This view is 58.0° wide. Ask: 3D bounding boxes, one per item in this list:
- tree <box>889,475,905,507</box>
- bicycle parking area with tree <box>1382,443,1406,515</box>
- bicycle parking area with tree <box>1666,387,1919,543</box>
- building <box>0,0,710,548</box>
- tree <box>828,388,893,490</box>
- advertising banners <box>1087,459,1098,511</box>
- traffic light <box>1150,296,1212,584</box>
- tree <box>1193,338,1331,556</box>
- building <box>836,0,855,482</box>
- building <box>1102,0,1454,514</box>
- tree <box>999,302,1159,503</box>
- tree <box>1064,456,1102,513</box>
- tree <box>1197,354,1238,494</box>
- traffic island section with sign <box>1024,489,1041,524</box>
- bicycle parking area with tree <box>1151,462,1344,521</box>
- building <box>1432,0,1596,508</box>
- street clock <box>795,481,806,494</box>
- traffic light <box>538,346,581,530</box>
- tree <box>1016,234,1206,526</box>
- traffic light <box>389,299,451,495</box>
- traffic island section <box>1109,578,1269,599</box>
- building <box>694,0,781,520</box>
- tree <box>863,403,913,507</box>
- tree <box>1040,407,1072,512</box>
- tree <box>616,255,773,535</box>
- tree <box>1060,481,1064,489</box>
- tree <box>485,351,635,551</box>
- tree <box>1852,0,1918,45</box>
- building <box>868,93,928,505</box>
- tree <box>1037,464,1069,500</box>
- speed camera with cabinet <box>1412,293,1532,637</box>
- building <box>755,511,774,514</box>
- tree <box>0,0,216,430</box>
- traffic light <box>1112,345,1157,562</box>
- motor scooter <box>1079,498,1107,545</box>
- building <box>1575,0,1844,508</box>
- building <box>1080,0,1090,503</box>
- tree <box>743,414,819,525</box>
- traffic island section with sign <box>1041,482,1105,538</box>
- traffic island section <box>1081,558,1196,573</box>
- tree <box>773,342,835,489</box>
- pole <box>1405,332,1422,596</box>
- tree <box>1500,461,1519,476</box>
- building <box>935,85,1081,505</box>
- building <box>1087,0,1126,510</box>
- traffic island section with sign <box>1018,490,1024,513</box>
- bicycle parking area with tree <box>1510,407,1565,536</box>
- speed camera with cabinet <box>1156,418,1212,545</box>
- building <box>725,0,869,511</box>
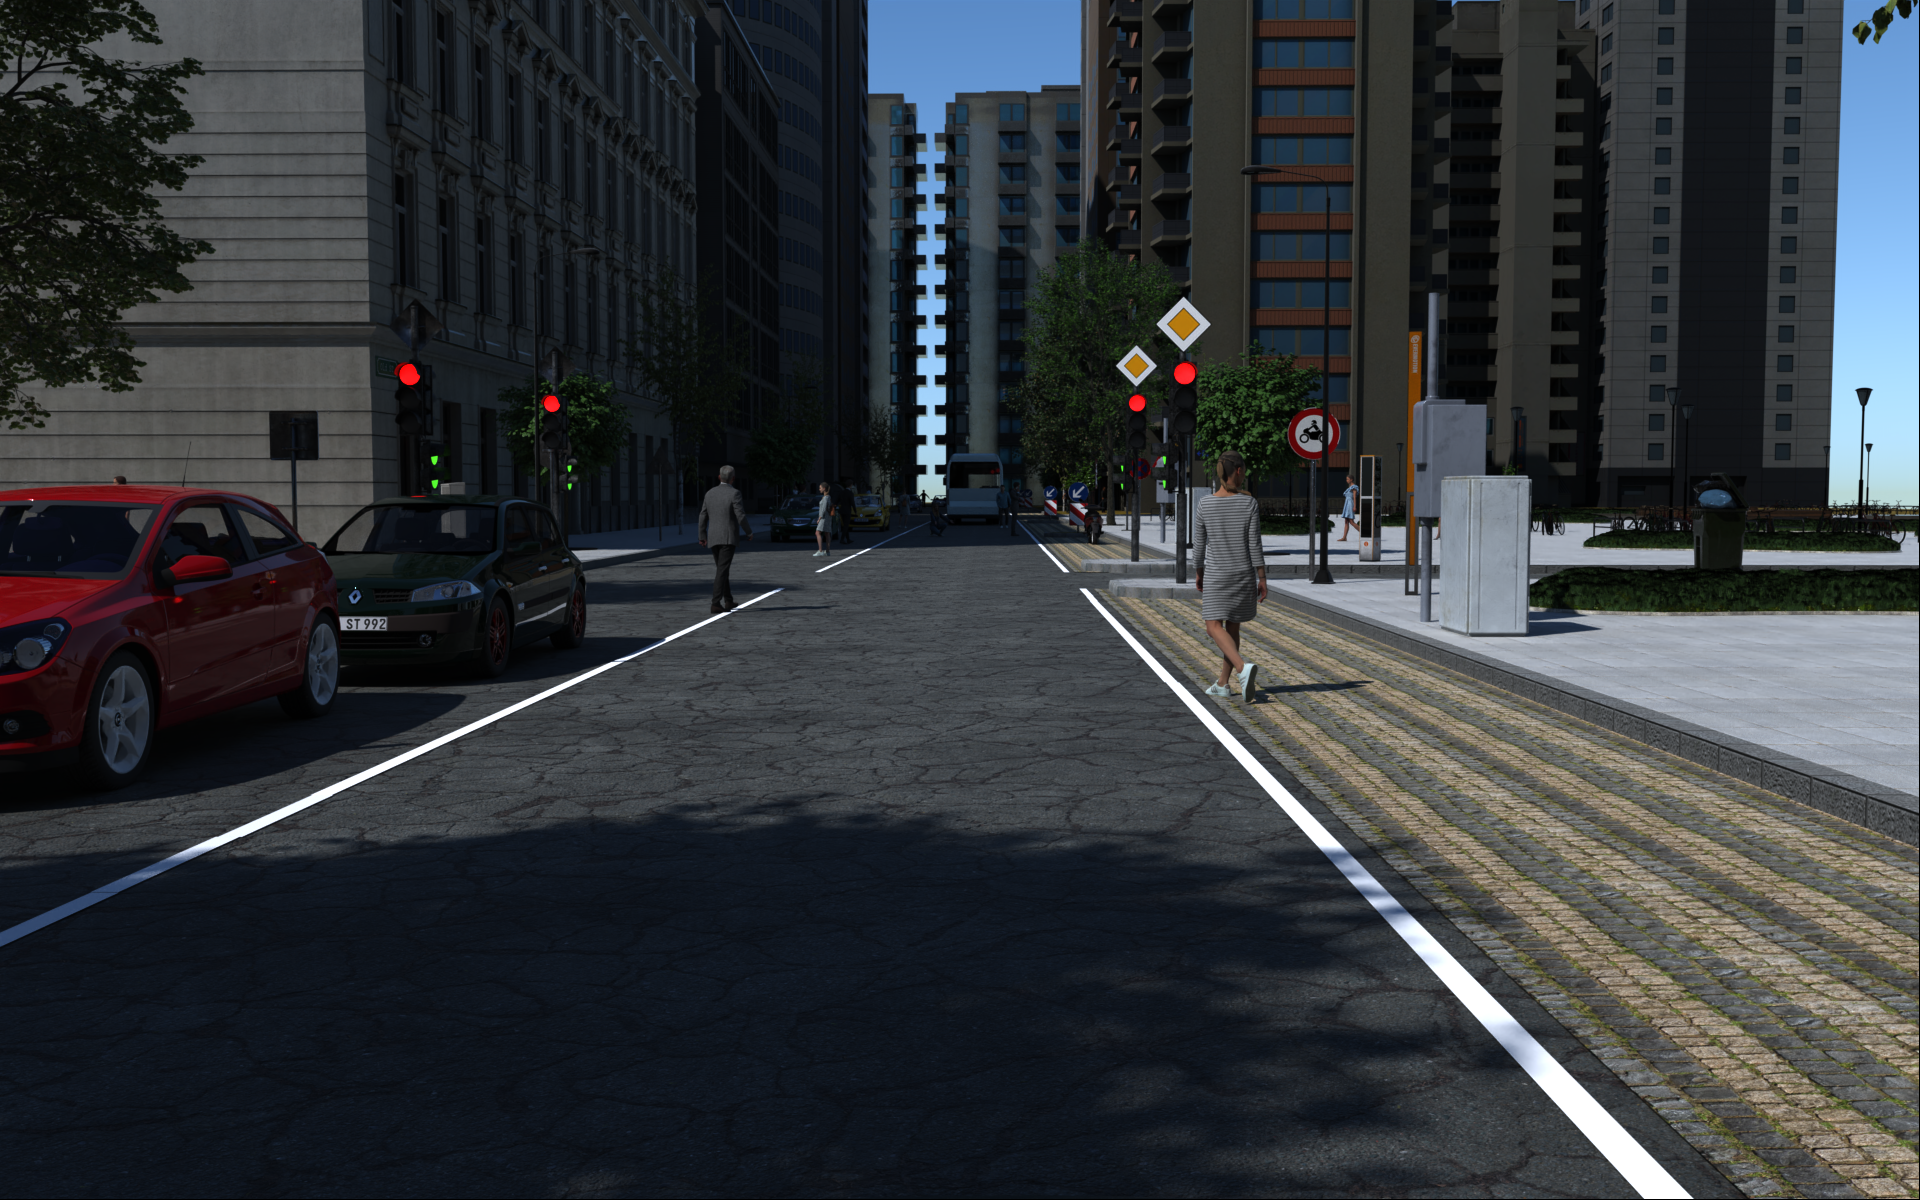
[{"bbox_3d":[-6.402,-11.155,176.980,1.663,3.219,1.824,0,3,0],"label":"tree"},{"bbox_3d":[22.105,-6.738,97.170,8.231,4.147,9.016,1,4,11],"label":"bicycle parking area with tree"},{"bbox_3d":[21.845,-3.667,46.965,8.231,4.147,9.016,1,4,12],"label":"bicycle parking area with tree"},{"bbox_3d":[-19.821,-17.166,57.079,17.030,29.872,44.131,0,4,1],"label":"building"},{"bbox_3d":[-7.036,-10.414,120.634,4.360,8.622,3.978,0,3,0],"label":"tree"},{"bbox_3d":[6.517,-5.432,84.999,0.090,3.025,2.074,1,4,18],"label":"advertising banners"},{"bbox_3d":[3.158,-2.192,24.755,0.839,4.253,0.868,0,4,1],"label":"traffic light"},{"bbox_3d":[6.322,-3.239,36.668,4.285,4.588,4.351,0,3,0],"label":"tree"},{"bbox_3d":[-16.159,-30.147,143.012,14.600,45.320,14.200,0,4,1],"label":"building"},{"bbox_3d":[21.833,-28.641,122.908,22.147,44.769,28.867,0,4,1],"label":"building"},{"bbox_3d":[7.024,-11.315,102.007,9.611,12.733,9.660,0,3,0],"label":"tree"},{"bbox_3d":[6.392,-5.746,88.544,1.663,3.219,1.824,0,3,0],"label":"tree"},{"bbox_3d":[13.614,-8.599,90.951,4.737,8.622,4.395,0,3,0],"label":"tree"},{"bbox_3d":[4.284,-4.647,84.604,1.989,1.847,2.006,0,4,1],"label":"traffic island section with sign"},{"bbox_3d":[13.628,-5.808,81.969,8.231,4.147,9.016,-1,4,-19],"label":"bicycle parking area with tree"},{"bbox_3d":[49.427,-33.341,168.835,21.600,48.544,21.300,0,4,1],"label":"building"},{"bbox_3d":[-7.378,-4.628,80.238,0.471,2.002,0.358,0,4,5],"label":"street clock"},{"bbox_3d":[-7.657,-2.691,32.921,0.839,4.253,0.868,0,4,1],"label":"traffic light"},{"bbox_3d":[5.994,-8.847,70.400,9.928,11.665,9.643,0,3,0],"label":"tree"},{"bbox_3d":[-7.801,-2.203,24.937,0.839,4.253,0.868,0,4,1],"label":"traffic light"},{"bbox_3d":[3.198,-0.158,24.869,2.009,0.180,2.903,0,4,1],"label":"traffic island section"},{"bbox_3d":[-17.798,-18.203,91.121,14.314,27.812,24.014,0,4,1],"label":"building"},{"bbox_3d":[-6.048,-11.534,138.939,4.737,8.622,4.395,0,3,0],"label":"tree"},{"bbox_3d":[7.404,-10.787,126.736,4.737,8.622,4.395,0,3,0],"label":"tree"},{"bbox_3d":[-8.557,-6.363,54.405,4.737,8.622,4.395,0,3,0],"label":"tree"},{"bbox_3d":[7.675,-7.405,115.679,1.663,3.219,1.824,0,3,0],"label":"tree"},{"bbox_3d":[-9.170,-3.430,39.797,4.285,4.588,4.351,0,3,0],"label":"tree"},{"bbox_3d":[5.386,-3.541,8.265,4.737,8.622,4.395,0,3,0],"label":"tree"},{"bbox_3d":[-19.092,-35.898,206.546,30.456,49.044,23.786,0,4,1],"label":"building"},{"bbox_3d":[8.478,-10.669,158.146,4.285,4.588,4.351,0,3,0],"label":"tree"},{"bbox_3d":[4.843,-1.352,16.446,0.660,3.252,2.038,0,4,1],"label":"speed camera with cabinet"},{"bbox_3d":[-20.358,-35.444,121.515,21.231,58.520,28.212,0,4,1],"label":"building"},{"bbox_3d":[-12.624,-6.176,19.104,7.486,12.596,7.792,0,3,0],"label":"tree"},{"bbox_3d":[3.303,-2.680,32.739,0.839,4.253,0.868,0,4,1],"label":"traffic light"},{"bbox_3d":[3.789,-2.234,49.307,0.815,1.314,1.986,0,4,0],"label":"motor scooter"},{"bbox_3d":[70.549,-44.684,168.829,20.611,71.187,20.563,0,4,1],"label":"building"},{"bbox_3d":[21.972,-38.131,165.434,21.231,58.520,28.212,0,4,1],"label":"building"},{"bbox_3d":[-7.417,-5.349,71.176,4.285,4.588,4.351,0,3,0],"label":"tree"},{"bbox_3d":[3.791,-2.991,57.526,1.989,1.847,2.006,0,4,1],"label":"traffic island section with sign"},{"bbox_3d":[3.343,-0.647,32.852,2.009,0.180,2.903,0,4,1],"label":"traffic island section"},{"bbox_3d":[-7.834,-8.195,84.356,4.737,8.622,4.395,0,3,0],"label":"tree"},{"bbox_3d":[5.731,-1.715,21.882,0.158,3.312,0.155,0,3,0],"label":"pole"},{"bbox_3d":[32.147,-6.495,100.801,1.663,3.219,1.824,0,3,0],"label":"tree"},{"bbox_3d":[12.373,-35.846,205.682,30.456,49.044,23.786,0,4,1],"label":"building"},{"bbox_3d":[17.946,-30.235,144.458,14.600,45.320,14.200,0,4,1],"label":"building"},{"bbox_3d":[5.185,-7.704,134.590,1.989,1.847,2.006,0,4,1],"label":"traffic island section with sign"},{"bbox_3d":[20.858,-4.243,56.368,8.231,4.147,9.016,2,4,32],"label":"bicycle parking area with tree"},{"bbox_3d":[5.768,-3.074,44.602,0.660,3.252,2.038,-1,4,-20],"label":"speed camera with cabinet"},{"bbox_3d":[-23.281,-38.402,169.868,28.212,58.520,21.231,0,4,1],"label":"building"}]
